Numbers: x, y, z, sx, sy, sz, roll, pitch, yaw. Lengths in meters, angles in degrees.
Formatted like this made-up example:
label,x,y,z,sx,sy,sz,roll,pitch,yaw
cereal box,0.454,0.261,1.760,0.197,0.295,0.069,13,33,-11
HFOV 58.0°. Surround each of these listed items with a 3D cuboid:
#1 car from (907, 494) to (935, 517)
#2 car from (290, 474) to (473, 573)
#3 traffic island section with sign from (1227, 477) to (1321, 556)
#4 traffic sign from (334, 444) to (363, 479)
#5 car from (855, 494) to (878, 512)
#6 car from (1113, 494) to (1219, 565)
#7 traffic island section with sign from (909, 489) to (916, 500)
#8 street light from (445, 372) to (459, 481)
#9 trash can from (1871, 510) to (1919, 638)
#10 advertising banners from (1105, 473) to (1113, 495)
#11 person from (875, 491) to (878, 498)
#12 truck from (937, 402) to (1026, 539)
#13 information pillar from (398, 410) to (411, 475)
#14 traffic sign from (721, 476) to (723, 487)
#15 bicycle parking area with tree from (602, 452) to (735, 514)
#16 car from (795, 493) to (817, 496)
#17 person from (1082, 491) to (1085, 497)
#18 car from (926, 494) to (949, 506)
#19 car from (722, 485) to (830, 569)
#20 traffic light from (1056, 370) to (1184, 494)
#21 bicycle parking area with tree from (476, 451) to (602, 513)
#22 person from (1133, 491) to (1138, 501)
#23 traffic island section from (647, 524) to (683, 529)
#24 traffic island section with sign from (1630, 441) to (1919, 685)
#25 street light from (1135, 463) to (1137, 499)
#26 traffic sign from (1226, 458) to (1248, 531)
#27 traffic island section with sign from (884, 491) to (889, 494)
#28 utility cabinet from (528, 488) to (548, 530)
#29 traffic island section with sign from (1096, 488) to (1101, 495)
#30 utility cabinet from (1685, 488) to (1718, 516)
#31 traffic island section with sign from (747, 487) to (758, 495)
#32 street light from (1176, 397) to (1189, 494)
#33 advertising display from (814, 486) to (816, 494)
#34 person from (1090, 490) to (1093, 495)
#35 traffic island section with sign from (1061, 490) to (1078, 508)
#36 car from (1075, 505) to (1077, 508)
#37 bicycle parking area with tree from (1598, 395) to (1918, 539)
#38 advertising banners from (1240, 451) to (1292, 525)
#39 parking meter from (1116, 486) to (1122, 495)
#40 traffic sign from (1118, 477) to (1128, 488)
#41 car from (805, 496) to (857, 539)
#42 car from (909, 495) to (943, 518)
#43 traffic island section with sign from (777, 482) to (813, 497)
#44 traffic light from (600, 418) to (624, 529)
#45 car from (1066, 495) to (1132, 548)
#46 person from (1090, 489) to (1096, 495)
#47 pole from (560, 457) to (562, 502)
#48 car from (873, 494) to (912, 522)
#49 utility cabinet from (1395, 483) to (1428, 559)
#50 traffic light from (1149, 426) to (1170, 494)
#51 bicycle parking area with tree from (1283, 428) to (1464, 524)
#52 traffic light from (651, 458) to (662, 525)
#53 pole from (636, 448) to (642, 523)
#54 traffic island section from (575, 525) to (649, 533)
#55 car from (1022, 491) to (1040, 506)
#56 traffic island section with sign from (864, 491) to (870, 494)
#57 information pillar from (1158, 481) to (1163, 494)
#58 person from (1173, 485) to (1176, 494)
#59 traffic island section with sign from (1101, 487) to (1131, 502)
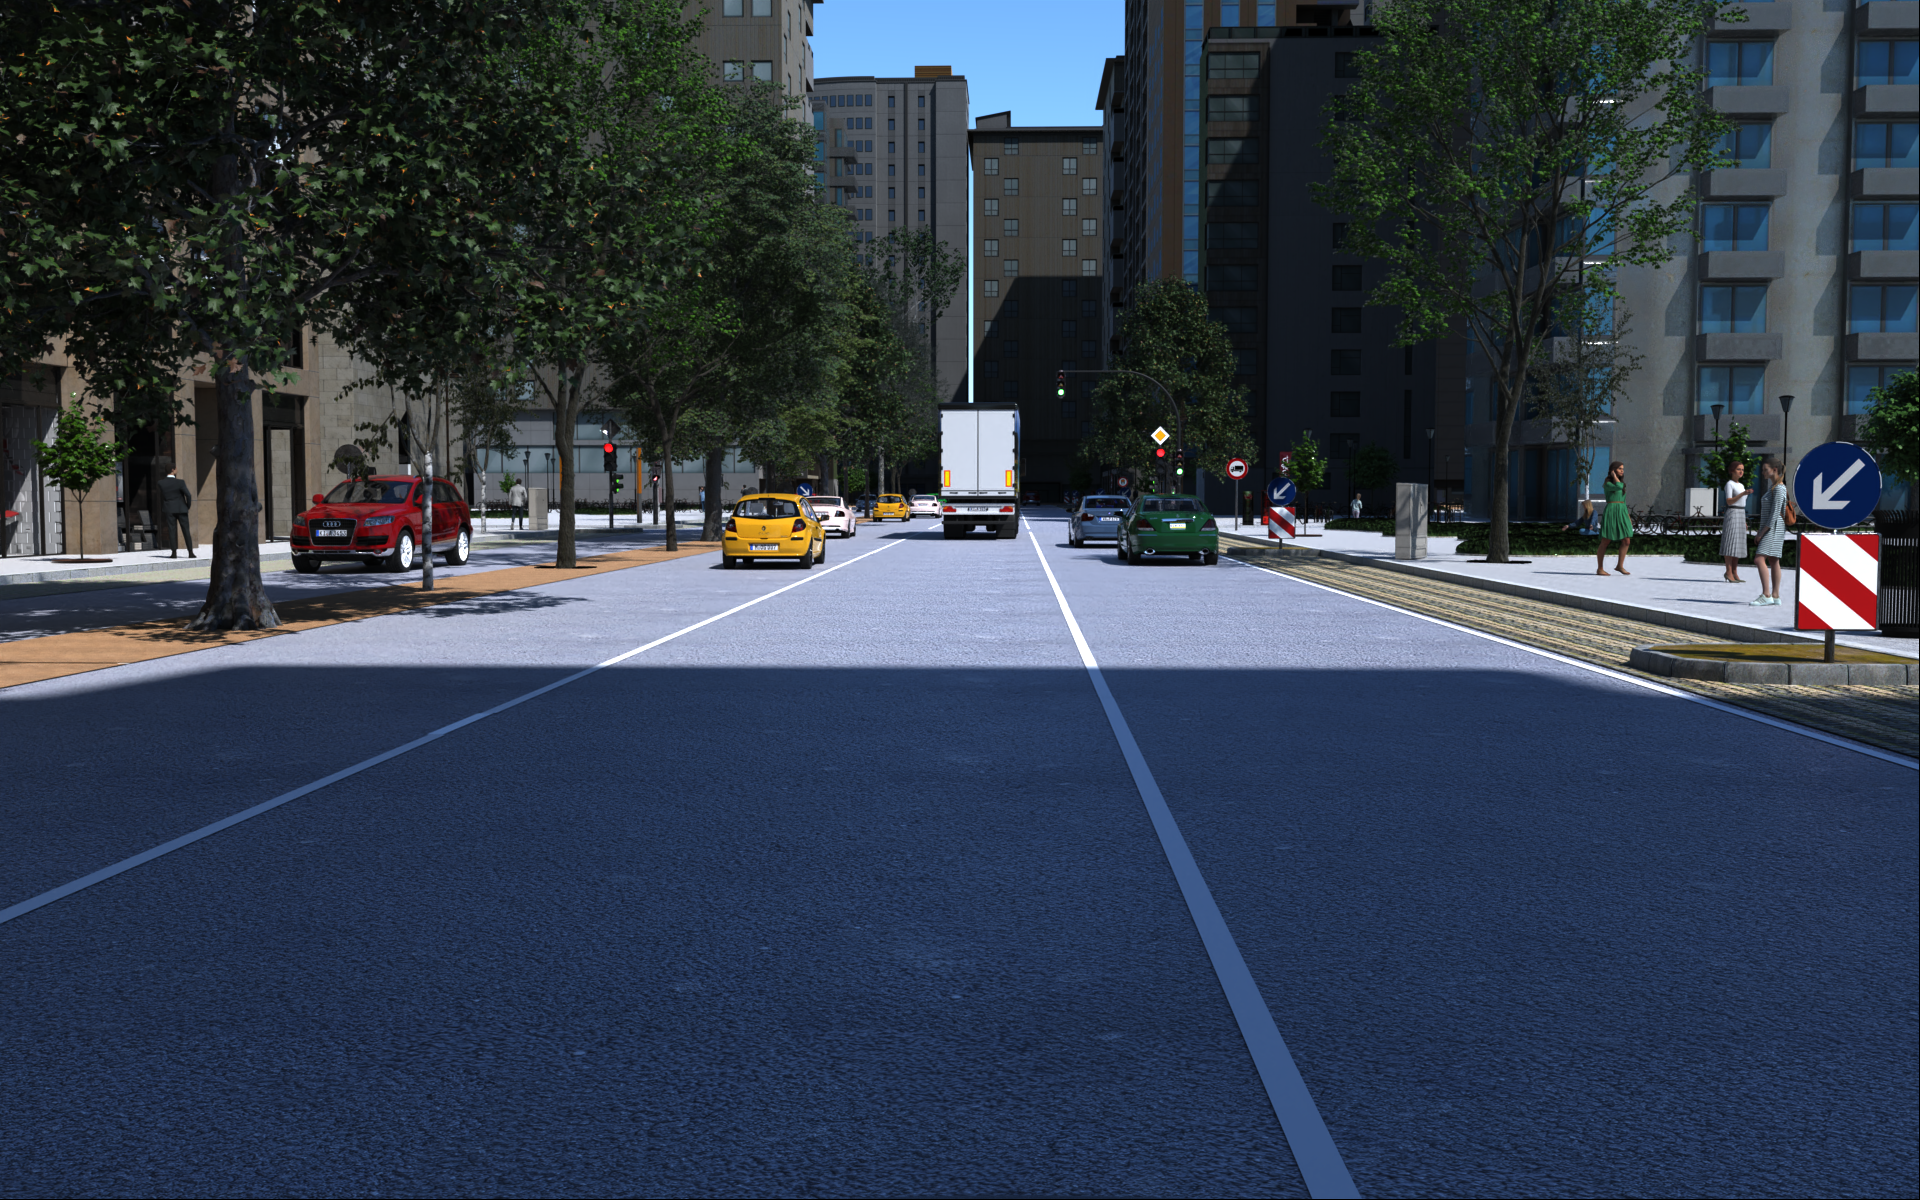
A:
label,x,y,z,sx,sy,sz,roll,pitch,yaw
car,-2.471,-6.047,110.872,2.014,1.417,4.499,0,4,1
car,-11.020,-1.504,33.268,2.281,1.827,5.304,0,4,3
traffic island section with sign,7.346,-1.967,40.783,1.989,1.847,2.006,0,4,2
traffic sign,-15.630,-2.703,44.294,0.768,2.556,0.104,0,4,2
car,-7.456,-7.858,140.476,2.014,1.417,4.499,0,4,1
car,4.339,-1.509,36.477,2.131,1.459,4.920,0,4,1
traffic island section with sign,-4.073,-8.491,146.970,2.006,1.907,1.989,0,4,2
street light,-15.335,-4.835,51.841,0.468,5.910,1.993,0,4,2
trash can,8.562,-0.240,15.576,0.748,1.137,0.748,0,3,0
advertising banners,12.396,-9.042,144.021,0.090,3.025,2.074,-1,4,-11
person,-10.532,-13.084,220.773,0.445,1.727,0.742,1,4,21
truck,0.789,-4.264,58.630,2.839,4.237,11.283,0,4,2
information pillar,-15.427,-3.475,48.166,0.504,3.616,0.183,3,5,42
traffic sign,-13.786,-5.904,98.654,0.606,2.300,0.079,0,4,3
bicycle parking area with tree,-19.402,-8.011,117.989,8.231,4.147,9.016,-1,4,-20
car,-8.825,-5.440,97.987,2.155,1.783,4.494,0,4,3
person,14.566,-12.038,204.331,0.415,1.643,0.593,2,4,23
car,-1.662,-6.746,119.097,1.959,1.807,4.718,0,4,2
car,-3.653,-1.483,34.475,2.015,1.641,3.980,0,4,1
traffic light,5.914,-5.439,63.588,4.771,5.953,1.251,0,4,2
bicycle parking area with tree,-28.834,-8.072,118.975,9.016,4.147,8.231,1,4,14
person,13.876,-7.961,135.978,0.659,1.850,0.755,-2,4,-35
traffic island section,-12.741,-3.066,72.404,2.009,0.180,2.903,0,4,2
traffic island section with sign,6.528,-0.319,13.840,1.989,1.847,2.006,0,4,2
street light,11.570,-8.636,113.992,0.468,5.910,1.993,0,4,2
traffic sign,9.711,-3.712,60.797,0.768,2.556,0.104,0,4,2
traffic island section with sign,-8.496,-11.769,201.049,1.989,1.847,2.006,0,4,2
utility cabinet,-14.971,-3.232,61.522,0.318,1.500,1.173,0,4,6
traffic island section with sign,9.870,-7.016,123.344,1.989,1.847,2.006,0,4,2
utility cabinet,27.307,-3.372,63.804,1.173,1.500,0.318,-1,4,-13
traffic island section with sign,-11.651,-5.412,97.112,1.989,1.847,2.006,0,4,2
street light,10.620,-6.729,82.805,0.468,5.910,1.993,0,4,2
advertising display,-12.240,-8.645,146.554,0.123,1.923,0.974,-1,4,-8
person,14.272,-10.958,185.920,0.721,1.743,1.217,-1,4,-8
traffic island section with sign,11.403,-10.082,173.467,1.989,1.847,2.006,0,4,2
car,5.811,-3.665,72.510,1.945,1.354,3.894,0,4,0
bicycle parking area with tree,24.322,-4.039,53.040,9.016,4.147,8.231,1,4,16
advertising banners,12.541,-4.570,70.914,2.074,3.025,0.090,1,4,9
parking meter,11.720,-7.453,127.560,0.399,1.863,0.255,3,4,36
traffic sign,11.941,-7.761,126.993,0.768,2.556,0.104,0,4,6
car,-4.467,-2.740,57.165,2.083,1.381,4.827,0,4,0
car,-2.070,-5.569,103.417,2.083,1.381,4.827,0,4,2
traffic island section with sign,-6.352,-3.898,71.865,2.006,1.907,1.989,0,4,2
traffic light,-12.944,-4.610,64.286,0.839,4.253,0.868,0,4,2
car,3.924,-2.166,47.420,2.014,1.417,4.499,0,4,1
person,14.777,-11.294,190.835,1.348,1.807,0.705,-2,4,-27
pole,-16.501,-4.772,71.868,0.158,3.312,0.155,0,3,0
car,-3.525,-4.857,89.629,2.015,1.641,3.980,0,4,3
utility cabinet,8.926,-1.559,34.174,0.318,1.500,1.173,2,4,31
traffic light,8.251,-5.060,71.647,0.839,4.253,0.868,0,4,2
bicycle parking area with tree,17.689,-5.392,75.156,8.231,4.147,9.016,1,4,21
traffic light,-10.607,-5.968,72.239,4.771,5.953,1.251,0,4,2
pole,-14.159,-5.050,76.415,0.158,3.312,0.155,0,3,0
traffic island section,-12.984,-2.577,64.422,2.009,0.180,2.903,0,4,2
car,8.685,-12.366,210.850,2.281,1.827,5.304,0,3,0
traffic island section with sign,-9.308,-10.121,174.106,1.989,1.847,2.006,0,4,2
information pillar,11.368,-5.737,98.289,0.304,2.012,0.304,0,4,3
person,12.642,-5.838,101.678,0.466,1.800,0.511,-1,4,-15
traffic island section with sign,9.046,-5.368,96.401,1.989,1.847,2.006,0,4,2
